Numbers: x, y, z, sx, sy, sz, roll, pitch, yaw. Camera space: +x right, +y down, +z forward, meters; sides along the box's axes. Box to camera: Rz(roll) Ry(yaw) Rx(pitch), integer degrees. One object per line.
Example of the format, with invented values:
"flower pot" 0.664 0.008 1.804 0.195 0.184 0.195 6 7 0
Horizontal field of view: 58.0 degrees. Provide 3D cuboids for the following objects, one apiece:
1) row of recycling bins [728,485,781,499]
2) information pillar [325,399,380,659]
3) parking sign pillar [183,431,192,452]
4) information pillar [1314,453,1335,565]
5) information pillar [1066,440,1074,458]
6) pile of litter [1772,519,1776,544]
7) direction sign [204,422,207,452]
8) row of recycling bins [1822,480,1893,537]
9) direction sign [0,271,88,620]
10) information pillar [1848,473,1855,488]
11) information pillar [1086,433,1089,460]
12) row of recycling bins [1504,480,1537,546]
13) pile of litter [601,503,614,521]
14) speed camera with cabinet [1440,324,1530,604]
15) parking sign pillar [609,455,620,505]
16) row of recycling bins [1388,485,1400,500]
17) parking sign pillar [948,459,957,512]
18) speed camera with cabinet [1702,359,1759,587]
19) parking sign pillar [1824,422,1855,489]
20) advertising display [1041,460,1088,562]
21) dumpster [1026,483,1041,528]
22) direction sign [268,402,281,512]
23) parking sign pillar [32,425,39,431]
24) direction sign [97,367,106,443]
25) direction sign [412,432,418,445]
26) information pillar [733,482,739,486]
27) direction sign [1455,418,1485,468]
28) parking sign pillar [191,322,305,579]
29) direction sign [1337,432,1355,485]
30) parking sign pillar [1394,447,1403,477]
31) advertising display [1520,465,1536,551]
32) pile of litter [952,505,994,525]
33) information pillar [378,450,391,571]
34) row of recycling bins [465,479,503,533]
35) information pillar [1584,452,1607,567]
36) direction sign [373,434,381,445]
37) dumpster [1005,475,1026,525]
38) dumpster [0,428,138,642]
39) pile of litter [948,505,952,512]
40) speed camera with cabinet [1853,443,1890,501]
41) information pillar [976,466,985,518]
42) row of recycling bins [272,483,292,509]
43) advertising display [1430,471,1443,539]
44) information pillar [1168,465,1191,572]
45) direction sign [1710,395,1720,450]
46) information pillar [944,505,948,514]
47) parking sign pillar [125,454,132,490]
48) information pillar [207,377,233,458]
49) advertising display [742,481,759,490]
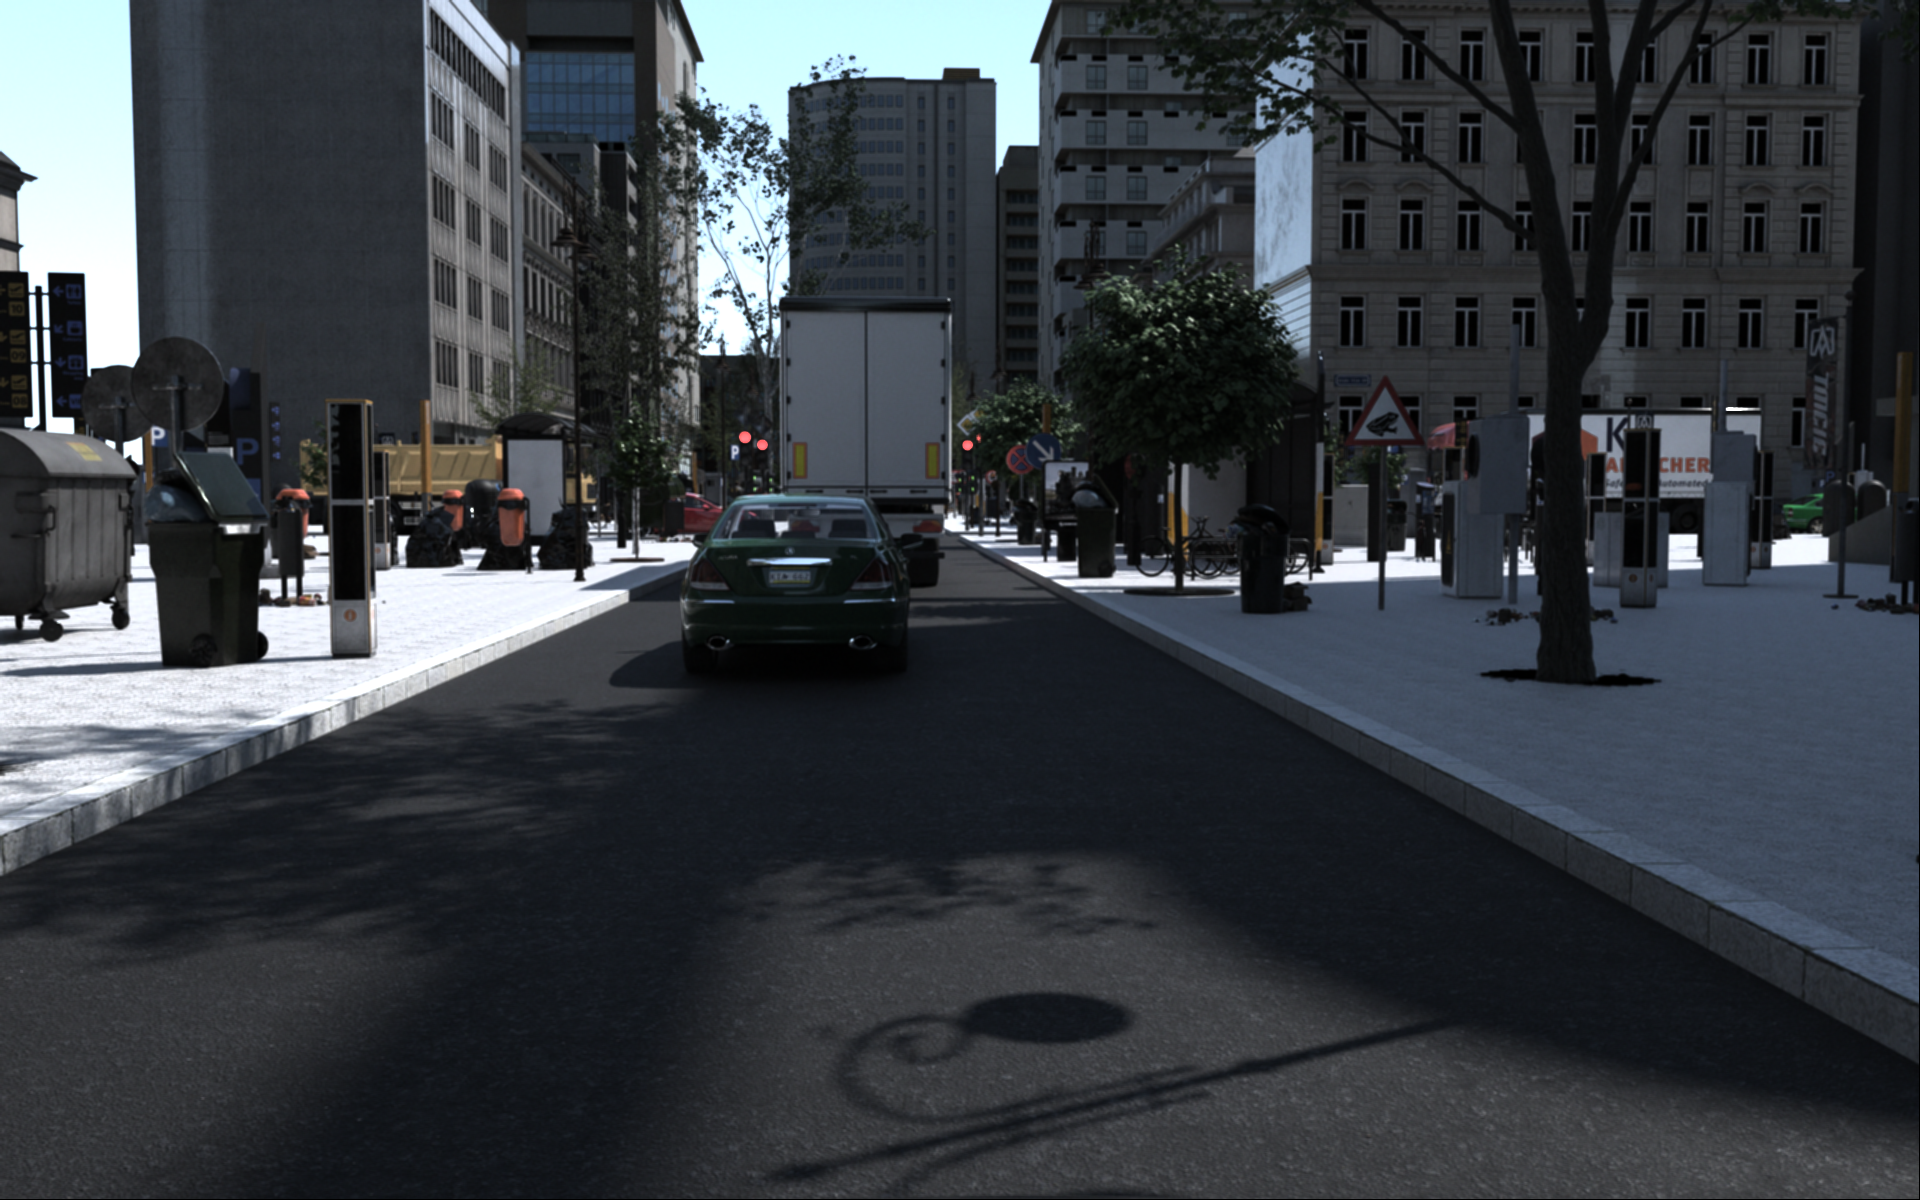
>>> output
"row of recycling bins" -9.518 -4.555 81.582 3.534 1.692 1.069 2 4 35
"information pillar" -4.775 -0.557 13.600 0.304 2.012 0.304 -1 4 -9
"parking sign pillar" -31.487 -5.103 71.913 1.447 3.967 1.447 -2 4 -30
"information pillar" 6.588 -1.641 31.315 0.304 2.012 0.304 0 4 3
"information pillar" 4.603 -4.976 72.704 0.183 3.616 0.504 -2 4 -27
"pile of litter" 20.576 -1.892 44.901 1.176 0.858 1.719 3 4 36
"direction sign" -17.219 -2.936 40.005 0.876 3.537 0.379 3 5 41
"row of recycling bins" 27.660 -2.721 51.596 3.534 1.692 1.069 1 4 10
"direction sign" -9.385 -1.574 17.737 0.876 3.537 0.379 -1 4 -12
"information pillar" 31.498 -3.483 61.444 0.304 2.012 0.304 -1 4 -17
"information pillar" 4.918 -4.604 66.626 0.183 3.616 0.504 0 4 -2
"row of recycling bins" 14.435 -2.264 44.130 1.069 1.692 3.534 2 4 25
"pile of litter" -17.272 -4.260 83.623 1.176 0.858 1.719 -1 4 -10
"speed camera with cabinet" 6.334 -1.630 20.983 0.660 3.252 2.038 0 4 4
"parking sign pillar" -19.767 -6.835 100.219 1.447 3.967 1.447 -3 5 -44
"row of recycling bins" 16.560 -3.321 61.413 3.534 1.692 1.069 -1 4 -10
"parking sign pillar" -0.930 -8.506 127.550 1.447 3.967 1.447 -2 4 -24
"speed camera with cabinet" 11.079 -1.866 24.846 0.660 3.252 2.038 2 4 27
"parking sign pillar" 32.607 -4.635 64.255 1.447 3.967 1.447 -3 4 -37
"advertising display" 2.033 -1.696 32.940 0.974 1.923 0.123 -1 4 -13
"dumpster" 3.418 -3.839 65.258 1.502 2.255 1.985 0 4 -3
"direction sign" -16.924 -3.085 42.435 0.379 3.537 0.876 1 4 15
"parking sign pillar" -35.450 -4.721 65.661 1.447 3.967 1.447 2 4 26
"direction sign" -15.687 -2.401 31.253 0.876 3.537 0.379 2 4 29
"direction sign" -19.889 -4.360 63.282 0.379 3.537 0.876 -2 4 -29
"information pillar" -13.127 -5.938 101.582 0.304 2.012 0.304 -1 4 -21
"direction sign" 15.092 -3.628 51.322 0.876 3.537 0.379 0 4 0
"parking sign pillar" -10.862 -2.328 26.540 1.447 3.967 1.447 -1 4 -17
"direction sign" 13.996 -4.337 62.905 0.876 3.537 0.379 -2 4 -34
"parking sign pillar" 17.070 -4.936 69.178 1.447 3.967 1.447 -2 4 -32
"advertising display" 12.909 -2.090 39.379 0.123 1.923 0.974 0 4 5
"pile of litter" 0.731 -3.629 73.302 1.176 0.858 1.719 -2 4 -32
"information pillar" -9.771 -1.506 29.116 0.304 2.012 0.304 0 4 -6
"row of recycling bins" -13.298 -2.569 49.114 1.069 1.692 3.534 0 4 -2
"information pillar" 11.263 -1.602 30.689 0.304 2.012 0.304 1 4 13
"direction sign" -21.850 -4.456 64.855 0.876 3.537 0.379 -2 4 -31
"dumpster" 2.746 -4.336 73.379 1.502 2.255 1.985 0 4 -3
"dumpster" -8.433 -0.605 15.652 1.264 1.857 1.865 0 4 -3
"pile of litter" -0.869 -6.641 122.545 1.719 0.858 1.176 0 4 -6
"speed camera with cabinet" 35.950 -4.475 67.503 2.038 3.252 0.660 2 4 35
"information pillar" 1.090 -6.119 91.408 0.504 3.616 0.183 1 4 12
"row of recycling bins" -27.533 -3.657 66.904 3.534 1.692 1.069 0 4 -3
"advertising display" 13.761 -2.702 49.384 0.974 1.923 0.123 -3 4 -36
"information pillar" 3.587 -2.263 28.358 0.183 3.616 0.504 3 5 41
"direction sign" 17.406 -2.933 39.945 0.379 3.537 0.876 2 4 35
"information pillar" -0.977 -7.224 109.463 0.504 3.616 0.183 -2 4 -32
"parking sign pillar" -56.192 -7.810 116.166 1.447 3.967 1.447 2 4 27
"information pillar" -13.145 -2.411 30.771 0.504 3.616 0.183 1 4 13
"advertising display" -10.080 -4.783 83.416 0.974 1.923 0.123 -3 5 -43
